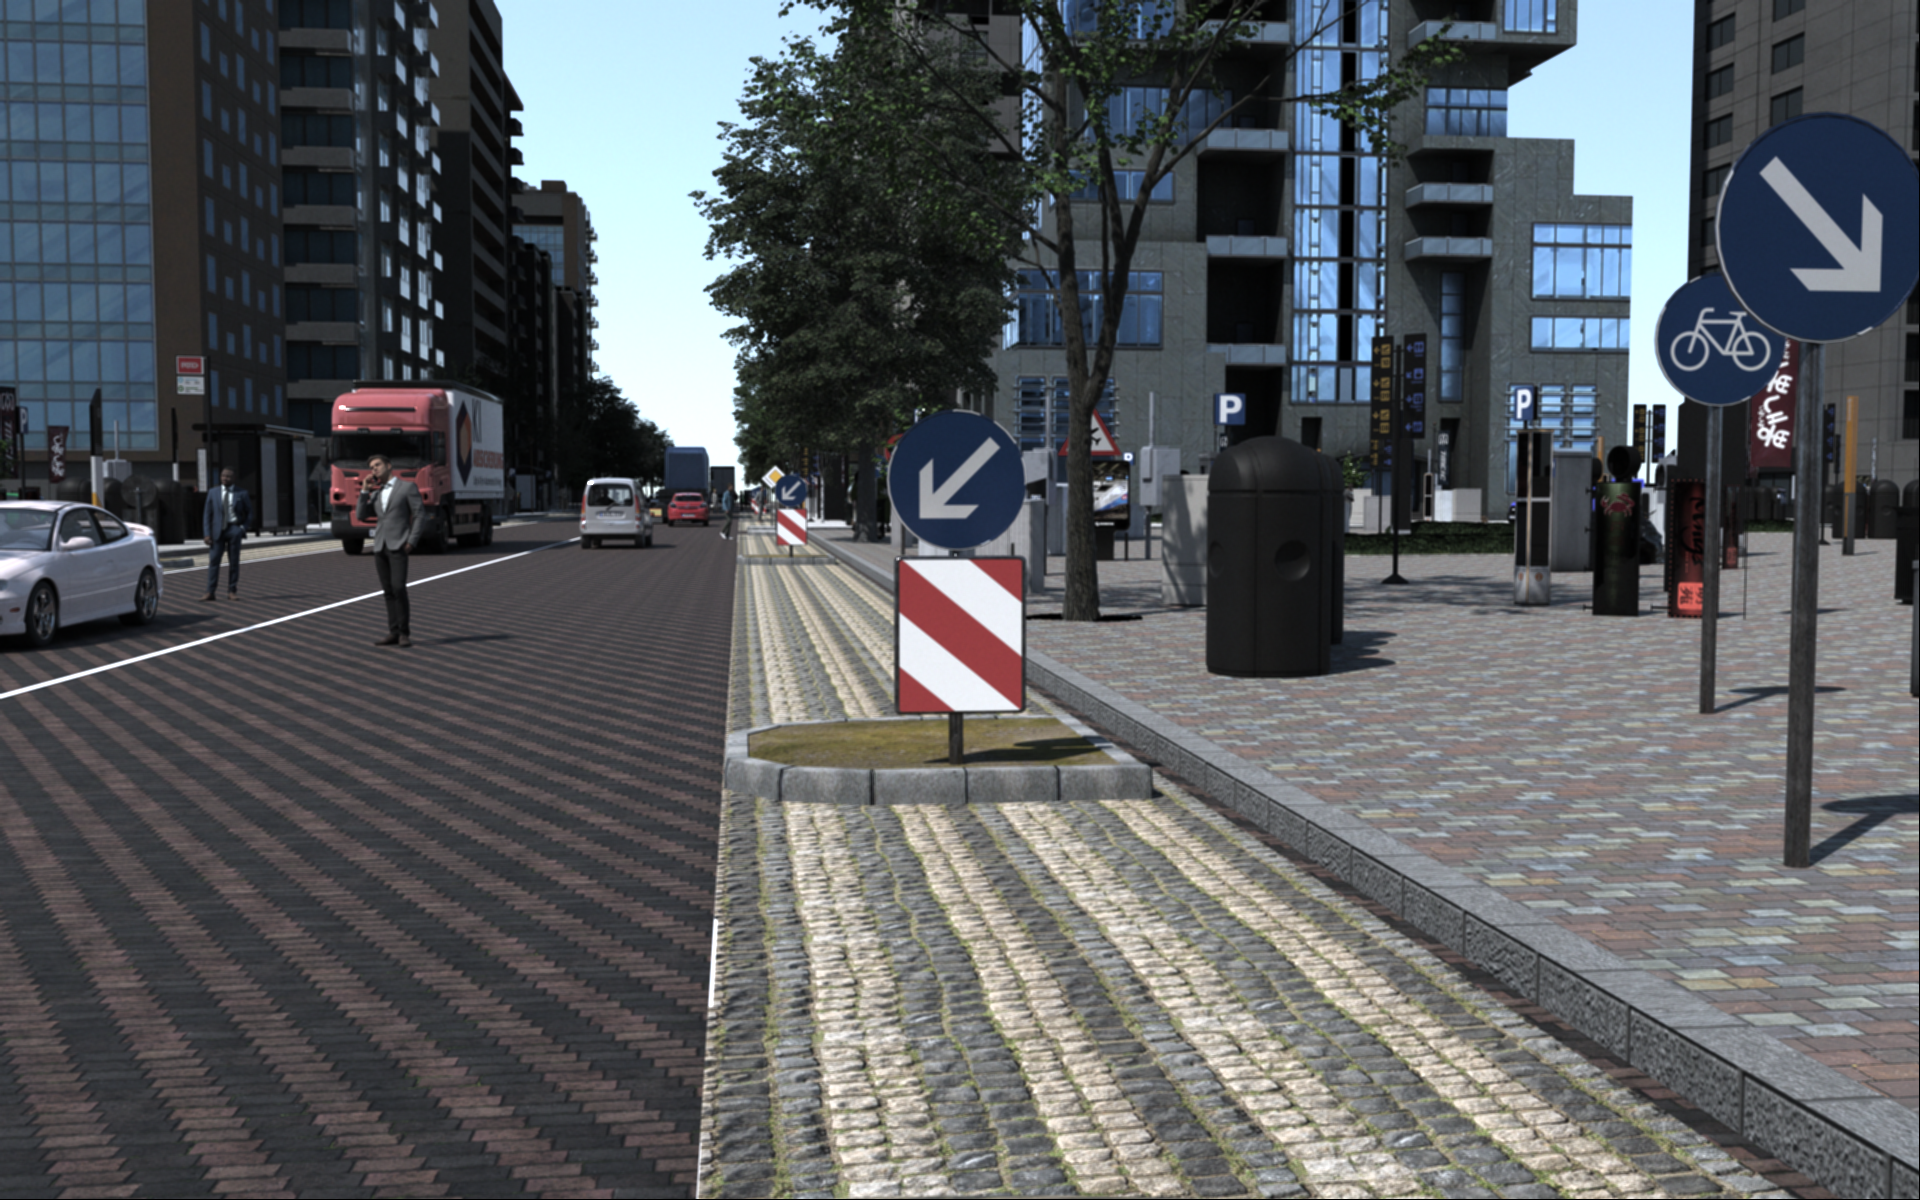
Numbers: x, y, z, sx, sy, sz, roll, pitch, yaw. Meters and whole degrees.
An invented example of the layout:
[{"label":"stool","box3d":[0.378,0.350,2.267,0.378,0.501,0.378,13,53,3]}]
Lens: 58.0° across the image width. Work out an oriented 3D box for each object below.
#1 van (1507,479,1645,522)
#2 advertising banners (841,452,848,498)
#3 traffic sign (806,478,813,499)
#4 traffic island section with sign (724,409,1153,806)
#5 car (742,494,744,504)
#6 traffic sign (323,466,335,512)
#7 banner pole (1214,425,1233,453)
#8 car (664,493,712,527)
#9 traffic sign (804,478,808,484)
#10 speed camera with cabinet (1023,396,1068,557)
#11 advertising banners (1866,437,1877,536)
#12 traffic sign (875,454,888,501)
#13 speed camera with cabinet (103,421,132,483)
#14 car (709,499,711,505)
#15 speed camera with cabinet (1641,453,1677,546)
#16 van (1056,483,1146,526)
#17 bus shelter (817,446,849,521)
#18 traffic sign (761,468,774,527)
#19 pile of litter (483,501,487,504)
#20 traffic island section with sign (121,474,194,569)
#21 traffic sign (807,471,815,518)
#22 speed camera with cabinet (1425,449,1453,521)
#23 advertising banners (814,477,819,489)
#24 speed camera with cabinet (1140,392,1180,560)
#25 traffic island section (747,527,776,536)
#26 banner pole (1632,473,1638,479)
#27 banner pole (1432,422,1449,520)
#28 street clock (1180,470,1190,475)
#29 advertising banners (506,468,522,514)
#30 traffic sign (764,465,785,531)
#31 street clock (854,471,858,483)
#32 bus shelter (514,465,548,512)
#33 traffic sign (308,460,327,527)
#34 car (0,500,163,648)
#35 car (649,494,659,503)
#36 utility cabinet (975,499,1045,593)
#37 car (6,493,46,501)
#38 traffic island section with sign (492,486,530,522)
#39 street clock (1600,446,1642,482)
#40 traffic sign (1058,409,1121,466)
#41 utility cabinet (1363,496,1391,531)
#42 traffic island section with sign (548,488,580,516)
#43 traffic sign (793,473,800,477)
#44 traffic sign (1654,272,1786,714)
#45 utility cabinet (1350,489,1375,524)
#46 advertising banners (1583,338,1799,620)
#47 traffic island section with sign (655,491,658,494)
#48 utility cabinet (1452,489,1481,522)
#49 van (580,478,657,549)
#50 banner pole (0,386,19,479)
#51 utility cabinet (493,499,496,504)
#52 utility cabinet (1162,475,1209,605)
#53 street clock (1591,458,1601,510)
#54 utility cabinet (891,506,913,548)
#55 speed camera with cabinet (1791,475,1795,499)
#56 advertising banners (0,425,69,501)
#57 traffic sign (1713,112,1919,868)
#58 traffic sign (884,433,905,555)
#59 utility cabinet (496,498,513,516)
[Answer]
[{"label":"van","box3d":[24.386,-3.931,68.651,5.245,2.365,2.240,0,4,-8]},{"label":"advertising banners","box3d":[-4.751,-4.725,73.444,0.090,3.025,2.074,1,4,12]},{"label":"traffic sign","box3d":[-8.556,-6.167,100.931,0.768,2.556,0.104,0,4,-3]},{"label":"traffic island section with sign","box3d":[-0.210,-0.016,8.882,1.989,1.847,2.006,0,4,-7]},{"label":"car","box3d":[-29.377,-14.153,240.191,1.959,1.807,4.718,0,4,-6]},{"label":"traffic sign","box3d":[-24.048,-4.072,66.576,0.884,2.594,0.081,0,4,-2]},{"label":"banner pole","box3d":[9.449,-4.442,62.641,0.863,3.779,0.401,0,4,-4]},{"label":"car","box3d":[-12.197,-4.201,77.733,2.155,1.783,4.494,-1,4,-9]},{"label":"traffic sign","box3d":[-12.425,-8.484,138.711,0.884,2.594,0.081,0,4,1]},{"label":"speed camera with cabinet","box3d":[1.828,-2.542,35.892,0.660,3.252,2.038,1,4,18]},{"label":"advertising banners","box3d":[27.442,-3.443,52.481,0.090,3.025,2.074,3,5,43]},{"label":"traffic sign","box3d":[-2.673,-3.364,55.102,0.768,2.556,0.104,0,4,-6]},{"label":"speed camera with cabinet","box3d":[-22.441,-3.242,47.344,0.660,3.252,2.038,2,4,35]},{"label":"car","box3d":[-29.981,-12.048,206.567,1.945,1.707,3.694,0,4,-7]},{"label":"speed camera with cabinet","box3d":[17.198,-2.933,42.284,0.660,3.252,2.038,0,4,6]},{"label":"van","box3d":[5.006,-3.578,65.515,4.112,2.044,2.013,0,4,-6]},{"label":"bus shelter","box3d":[-6.431,-5.772,85.653,1.731,3.624,6.357,0,4,-7]},{"label":"traffic sign","box3d":[-7.400,-3.937,68.017,0.795,2.450,0.064,0,4,-7]},{"label":"pile of litter","box3d":[-28.818,-5.579,105.183,1.719,0.858,1.176,2,4,26]},{"label":"traffic island section with sign","box3d":[-16.071,-1.528,33.604,1.989,1.847,2.006,0,4,-7]},{"label":"traffic sign","box3d":[-7.956,-5.757,94.236,0.768,2.556,0.104,0,4,-3]},{"label":"speed camera with cabinet","box3d":[20.993,-4.987,75.873,0.660,3.252,2.038,0,4,-6]},{"label":"advertising banners","box3d":[-7.309,-5.920,92.985,0.090,3.025,2.074,-2,4,-35]},{"label":"speed camera with cabinet","box3d":[4.158,-2.369,33.068,0.660,3.252,2.038,-1,4,-22]},{"label":"traffic island section","box3d":[-6.374,-2.318,60.175,2.009,0.180,2.903,0,4,-7]},{"label":"banner pole","box3d":[43.077,-7.381,110.692,0.401,3.779,0.863,-1,4,-10]},{"label":"banner pole","box3d":[16.587,-4.277,59.942,0.401,3.779,0.863,-3,4,-36]},{"label":"street clock","box3d":[6.706,-2.911,52.162,0.471,2.002,0.358,1,4,15]},{"label":"advertising banners","box3d":[-29.548,-7.243,114.610,0.090,3.025,2.074,-3,5,-40]},{"label":"traffic sign","box3d":[-6.397,-3.453,60.095,0.795,2.450,0.064,0,4,-7]},{"label":"street clock","box3d":[-2.919,-2.899,51.975,0.471,2.002,0.358,1,4,10]},{"label":"bus shelter","box3d":[-30.763,-7.937,123.698,2.014,3.302,5.546,0,4,-7]},{"label":"traffic sign","box3d":[-24.677,-4.083,66.764,0.884,2.594,0.081,0,4,-4]},{"label":"car","box3d":[-9.646,-0.316,17.536,2.083,1.381,4.827,0,4,-7]},{"label":"car","box3d":[-28.509,-9.212,162.624,2.014,1.417,4.499,-1,4,-8]},{"label":"utility cabinet","box3d":[0.644,-0.710,22.778,0.306,1.237,1.020,-3,5,-45]},{"label":"car","box3d":[-33.181,-3.203,61.158,4.718,1.807,1.959,0,4,-7]},{"label":"traffic island section with sign","box3d":[-22.971,-4.864,88.156,1.989,1.847,2.006,0,4,-7]},{"label":"street clock","box3d":[9.953,-1.311,26.000,0.358,2.002,0.471,-2,4,-24]},{"label":"traffic sign","box3d":[1.797,-1.473,24.081,0.884,2.594,0.081,0,3,0]},{"label":"utility cabinet","box3d":[14.700,-3.036,60.800,1.020,1.237,0.306,0,4,1]},{"label":"traffic island section with sign","box3d":[-26.485,-6.557,115.839,1.989,1.847,2.006,0,4,-7]},{"label":"traffic sign","box3d":[-9.704,-6.276,102.723,0.768,2.556,0.104,0,4,-5]},{"label":"traffic sign","box3d":[4.369,-0.608,10.054,0.768,2.556,0.104,0,4,-2]},{"label":"utility cabinet","box3d":[16.762,-3.907,72.564,1.173,1.500,0.318,2,4,35]},{"label":"advertising banners","box3d":[7.550,-1.324,17.828,2.074,3.025,0.090,2,4,25]},{"label":"traffic island section with sign","box3d":[-43.129,-14.597,247.289,1.989,1.847,2.006,0,4,-7]},{"label":"utility cabinet","box3d":[20.966,-3.853,71.682,1.173,1.500,0.318,-1,4,-16]},{"label":"van","box3d":[-9.262,-2.436,46.846,2.013,2.044,4.112,0,4,-6]},{"label":"banner pole","box3d":[-19.542,-2.776,35.409,0.401,3.779,0.863,1,4,11]},{"label":"utility cabinet","box3d":[-36.892,-7.756,137.974,1.020,1.237,0.306,1,4,12]},{"label":"utility cabinet","box3d":[2.903,-0.675,19.721,1.173,1.500,0.318,2,4,31]},{"label":"street clock","box3d":[12.612,-1.839,34.633,0.358,2.002,0.471,0,4,-7]},{"label":"utility cabinet","box3d":[-1.402,-1.858,41.539,0.306,1.237,1.020,1,4,13]},{"label":"speed camera with cabinet","box3d":[39.412,-5.281,80.679,2.038,3.252,0.660,-3,5,-44]},{"label":"advertising banners","box3d":[-23.602,-2.914,43.833,2.074,3.025,0.090,-3,5,-44]},{"label":"traffic sign","box3d":[2.885,-0.354,5.895,0.768,2.556,0.104,0,4,-6]},{"label":"traffic sign","box3d":[-1.193,-2.210,36.247,0.768,2.556,0.104,0,4,2]},{"label":"utility cabinet","box3d":[-26.497,-5.503,101.137,1.020,1.237,0.306,3,5,42]}]
